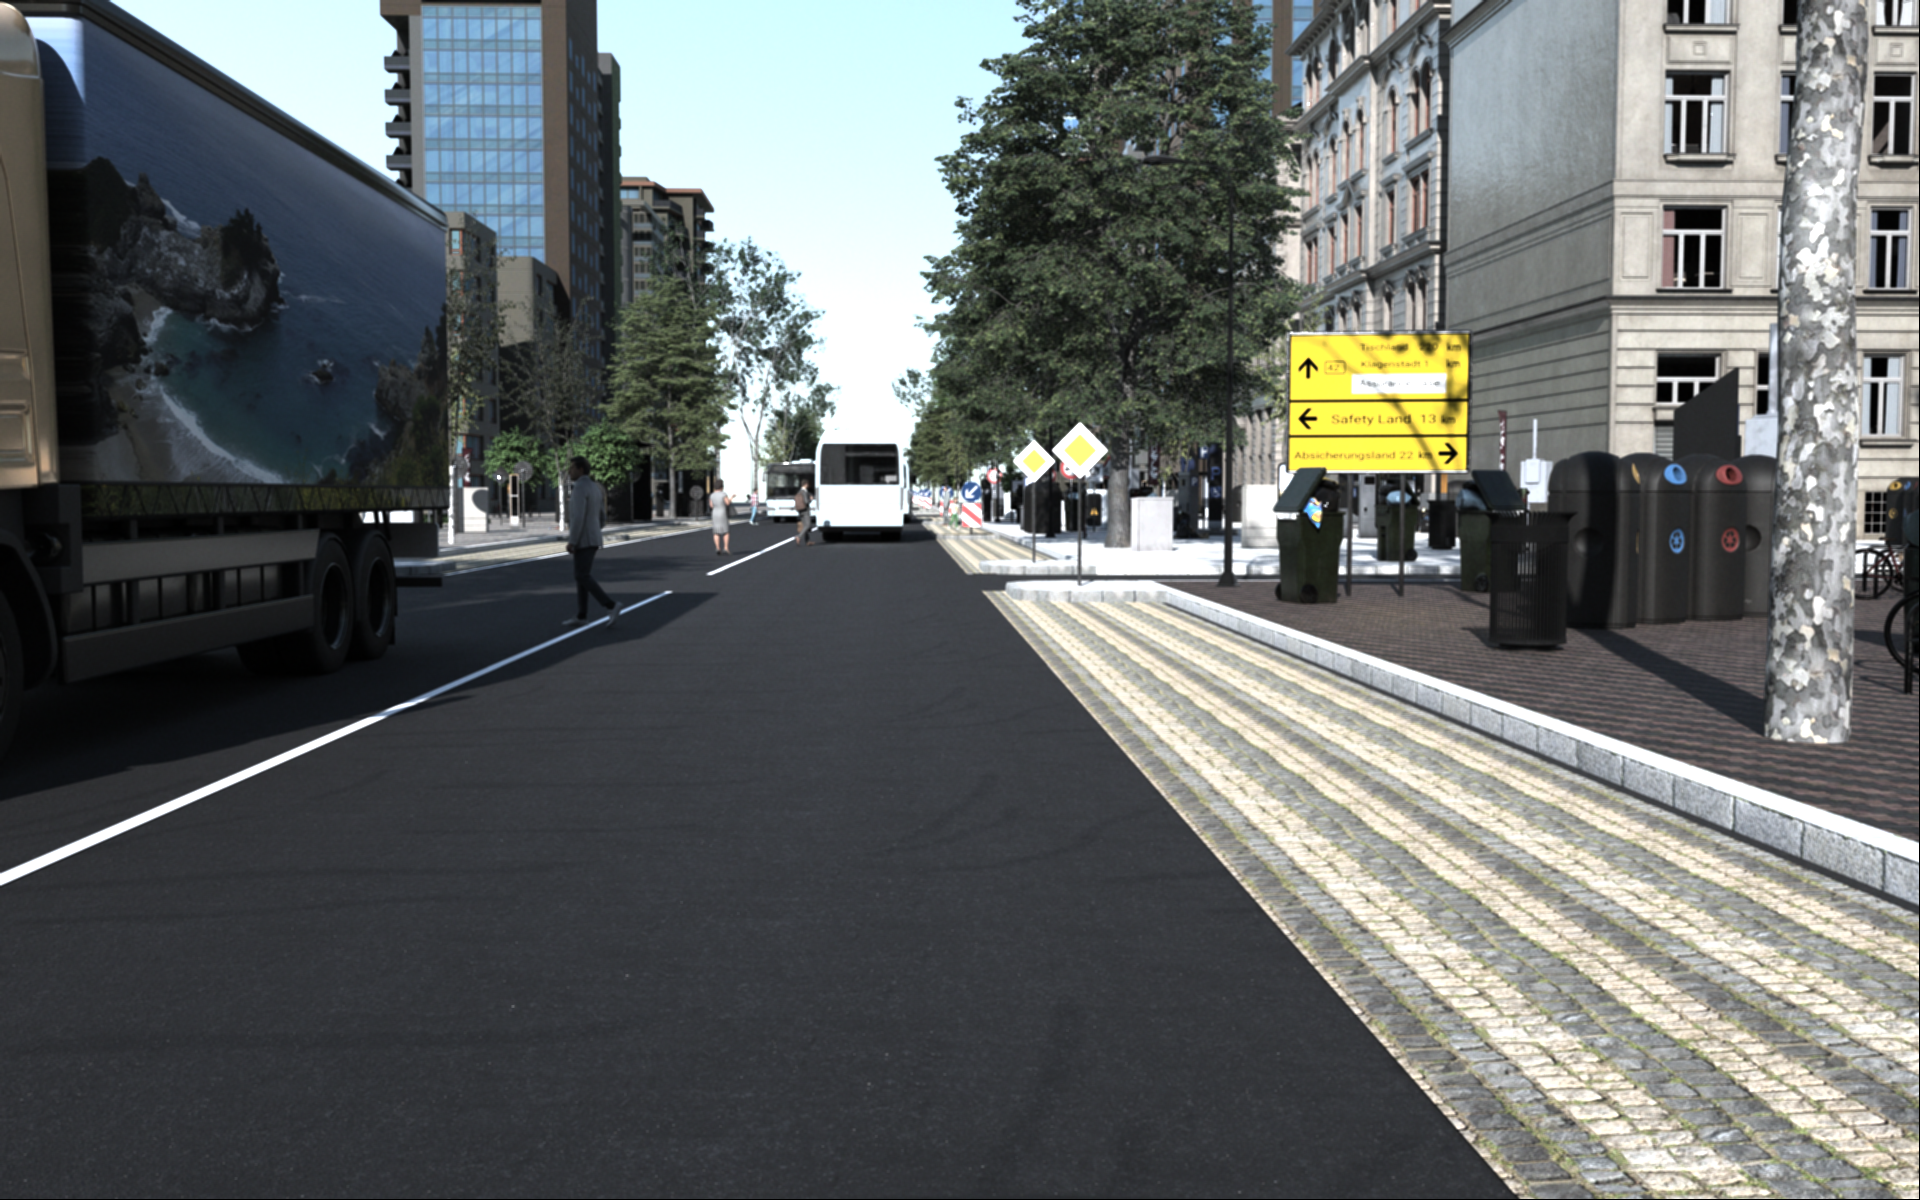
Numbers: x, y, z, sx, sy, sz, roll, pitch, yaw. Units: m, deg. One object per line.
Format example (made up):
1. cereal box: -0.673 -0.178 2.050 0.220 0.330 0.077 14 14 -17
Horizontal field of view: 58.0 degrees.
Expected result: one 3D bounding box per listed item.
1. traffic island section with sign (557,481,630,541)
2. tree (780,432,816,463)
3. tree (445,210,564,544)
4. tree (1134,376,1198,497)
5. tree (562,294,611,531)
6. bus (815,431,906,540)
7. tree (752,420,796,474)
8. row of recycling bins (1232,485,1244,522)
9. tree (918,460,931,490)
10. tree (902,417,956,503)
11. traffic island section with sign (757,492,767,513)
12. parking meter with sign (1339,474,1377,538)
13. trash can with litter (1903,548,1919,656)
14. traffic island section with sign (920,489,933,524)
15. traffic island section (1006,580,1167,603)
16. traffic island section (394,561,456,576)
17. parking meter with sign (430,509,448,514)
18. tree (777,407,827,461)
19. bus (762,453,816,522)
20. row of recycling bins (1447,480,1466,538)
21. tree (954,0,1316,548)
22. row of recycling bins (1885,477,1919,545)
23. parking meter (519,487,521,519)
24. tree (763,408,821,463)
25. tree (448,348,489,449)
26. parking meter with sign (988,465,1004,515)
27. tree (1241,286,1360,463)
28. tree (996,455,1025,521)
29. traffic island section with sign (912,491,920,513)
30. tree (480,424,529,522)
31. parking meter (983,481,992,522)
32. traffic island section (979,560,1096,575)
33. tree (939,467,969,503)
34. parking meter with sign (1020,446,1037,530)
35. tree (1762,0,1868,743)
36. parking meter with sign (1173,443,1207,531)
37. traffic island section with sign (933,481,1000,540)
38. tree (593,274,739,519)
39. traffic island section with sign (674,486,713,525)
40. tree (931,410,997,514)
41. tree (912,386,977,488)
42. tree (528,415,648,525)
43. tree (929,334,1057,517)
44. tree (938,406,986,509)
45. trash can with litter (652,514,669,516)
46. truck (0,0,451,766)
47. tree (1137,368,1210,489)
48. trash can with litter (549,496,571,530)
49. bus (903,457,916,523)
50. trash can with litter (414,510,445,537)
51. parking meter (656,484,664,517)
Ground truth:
1. traffic island section with sign: -11.315 -2.753 53.636 1.989 1.847 2.006 0 4 -2
2. tree: -19.050 -15.358 201.471 4.360 8.622 3.978 0 3 0
3. tree: -13.344 -5.760 44.541 4.360 8.622 3.978 0 3 0
4. tree: 12.304 -9.284 102.161 4.360 8.622 3.978 0 3 0
5. tree: -14.020 -6.724 60.292 4.360 8.622 3.978 0 3 0
6. bus: -3.180 -3.786 56.757 2.948 3.499 13.247 0 4 -2
7. tree: -18.075 -13.292 167.694 4.737 8.622 4.395 0 3 0
8. row of recycling bins: 13.883 -4.422 79.419 3.534 1.692 1.069 -2 4 -33
9. tree: -3.040 -16.390 218.338 4.360 8.622 3.978 0 3 0
10. tree: -4.469 -20.335 249.485 9.611 12.733 9.660 0 3 0
11. traffic island section with sign: -14.107 -7.393 129.507 1.989 1.847 2.006 0 4 -2
12. parking meter with sign: 11.898 -3.297 50.172 1.738 3.016 0.543 0 4 5
13. trash can with litter: 7.869 -0.145 13.766 0.624 1.170 1.055 1 4 20
14. traffic island section with sign: -0.767 -4.489 82.017 1.989 1.847 2.006 0 4 -2
15. traffic island section: 1.689 -0.119 24.227 2.009 0.180 2.903 0 4 -2
16. traffic island section: -10.489 -0.581 31.775 2.009 0.180 2.903 0 4 -2
17. parking meter with sign: -24.496 -5.184 81.017 0.543 3.016 1.738 -3 5 -40
18. tree: -20.095 -18.756 224.791 7.486 12.596 7.792 0 3 0
19. bus: -8.278 -5.868 90.798 2.948 3.499 13.247 0 4 0
20. row of recycling bins: 15.299 -2.780 52.571 1.069 1.692 3.534 1 4 23
21. tree: 3.903 -8.227 41.165 9.857 13.997 8.962 0 3 0
22. row of recycling bins: 22.457 -2.028 40.264 1.069 1.692 3.534 1 4 14
23. parking meter: -23.265 -5.206 90.824 0.399 1.863 0.255 -3 4 -36
24. tree: -20.122 -17.240 207.636 9.928 11.665 9.643 0 3 0
25. tree: -25.183 -8.197 84.387 4.737 8.622 4.395 0 3 0
26. parking meter with sign: 2.373 -6.603 104.216 0.543 3.016 1.738 2 4 35
27. tree: 11.761 -6.738 60.527 4.737 8.622 4.395 0 3 0
28. tree: 2.440 -5.385 82.653 1.663 3.219 1.824 0 3 0
29. traffic island section with sign: -2.617 -7.542 131.943 1.989 1.847 2.006 0 4 -2
30. tree: -20.692 -5.952 81.033 4.285 4.588 4.351 0 3 0
31. parking meter: 1.266 -4.499 79.263 0.399 1.863 0.255 0 4 3
32. traffic island section: 1.395 -0.607 32.207 2.009 0.180 2.903 0 4 -2
33. tree: -0.526 -11.579 173.031 4.285 4.588 4.351 0 3 0
34. parking meter with sign: 2.512 -4.053 62.524 0.543 3.016 1.738 1 4 11
35. tree: 5.688 -9.385 9.334 12.611 20.169 13.585 0 3 0
36. parking meter with sign: 7.859 -3.868 59.502 0.543 3.016 1.738 -2 4 -31
37. traffic island section with sign: 0.226 -2.839 55.048 1.989 1.847 2.006 0 4 -2
38. tree: -15.312 -10.527 90.243 7.486 12.596 7.792 0 3 0
39. traffic island section with sign: -12.325 -4.439 81.202 1.989 1.847 2.006 0 4 -2
40. tree: 1.216 -9.762 109.971 4.360 8.622 3.978 0 3 0
41. tree: -0.963 -15.174 166.219 7.486 12.596 7.792 0 3 0
42. tree: -14.598 -5.376 71.615 4.285 4.588 4.351 0 3 0
43. tree: 1.856 -10.485 97.181 9.928 11.665 9.643 0 3 0
44. tree: 0.057 -11.421 137.099 4.737 8.622 4.395 0 3 0
45. trash can with litter: -18.029 -5.494 100.890 2.233 1.210 1.678 -1 4 -19
46. truck: -6.060 -1.390 11.634 2.839 4.237 11.283 0 4 -2
47. tree: 10.066 -7.843 78.599 4.737 8.622 4.395 0 3 0
48. trash can with litter: -14.242 -3.197 63.322 1.678 1.210 2.233 -2 4 -30
49. bus: -3.790 -5.762 89.073 2.948 3.499 13.247 0 4 -1
50. trash can with litter: -16.392 -2.542 52.625 1.678 1.210 2.233 -2 4 -23
51. parking meter: -16.866 -5.599 97.255 0.399 1.863 0.255 -2 4 -32
